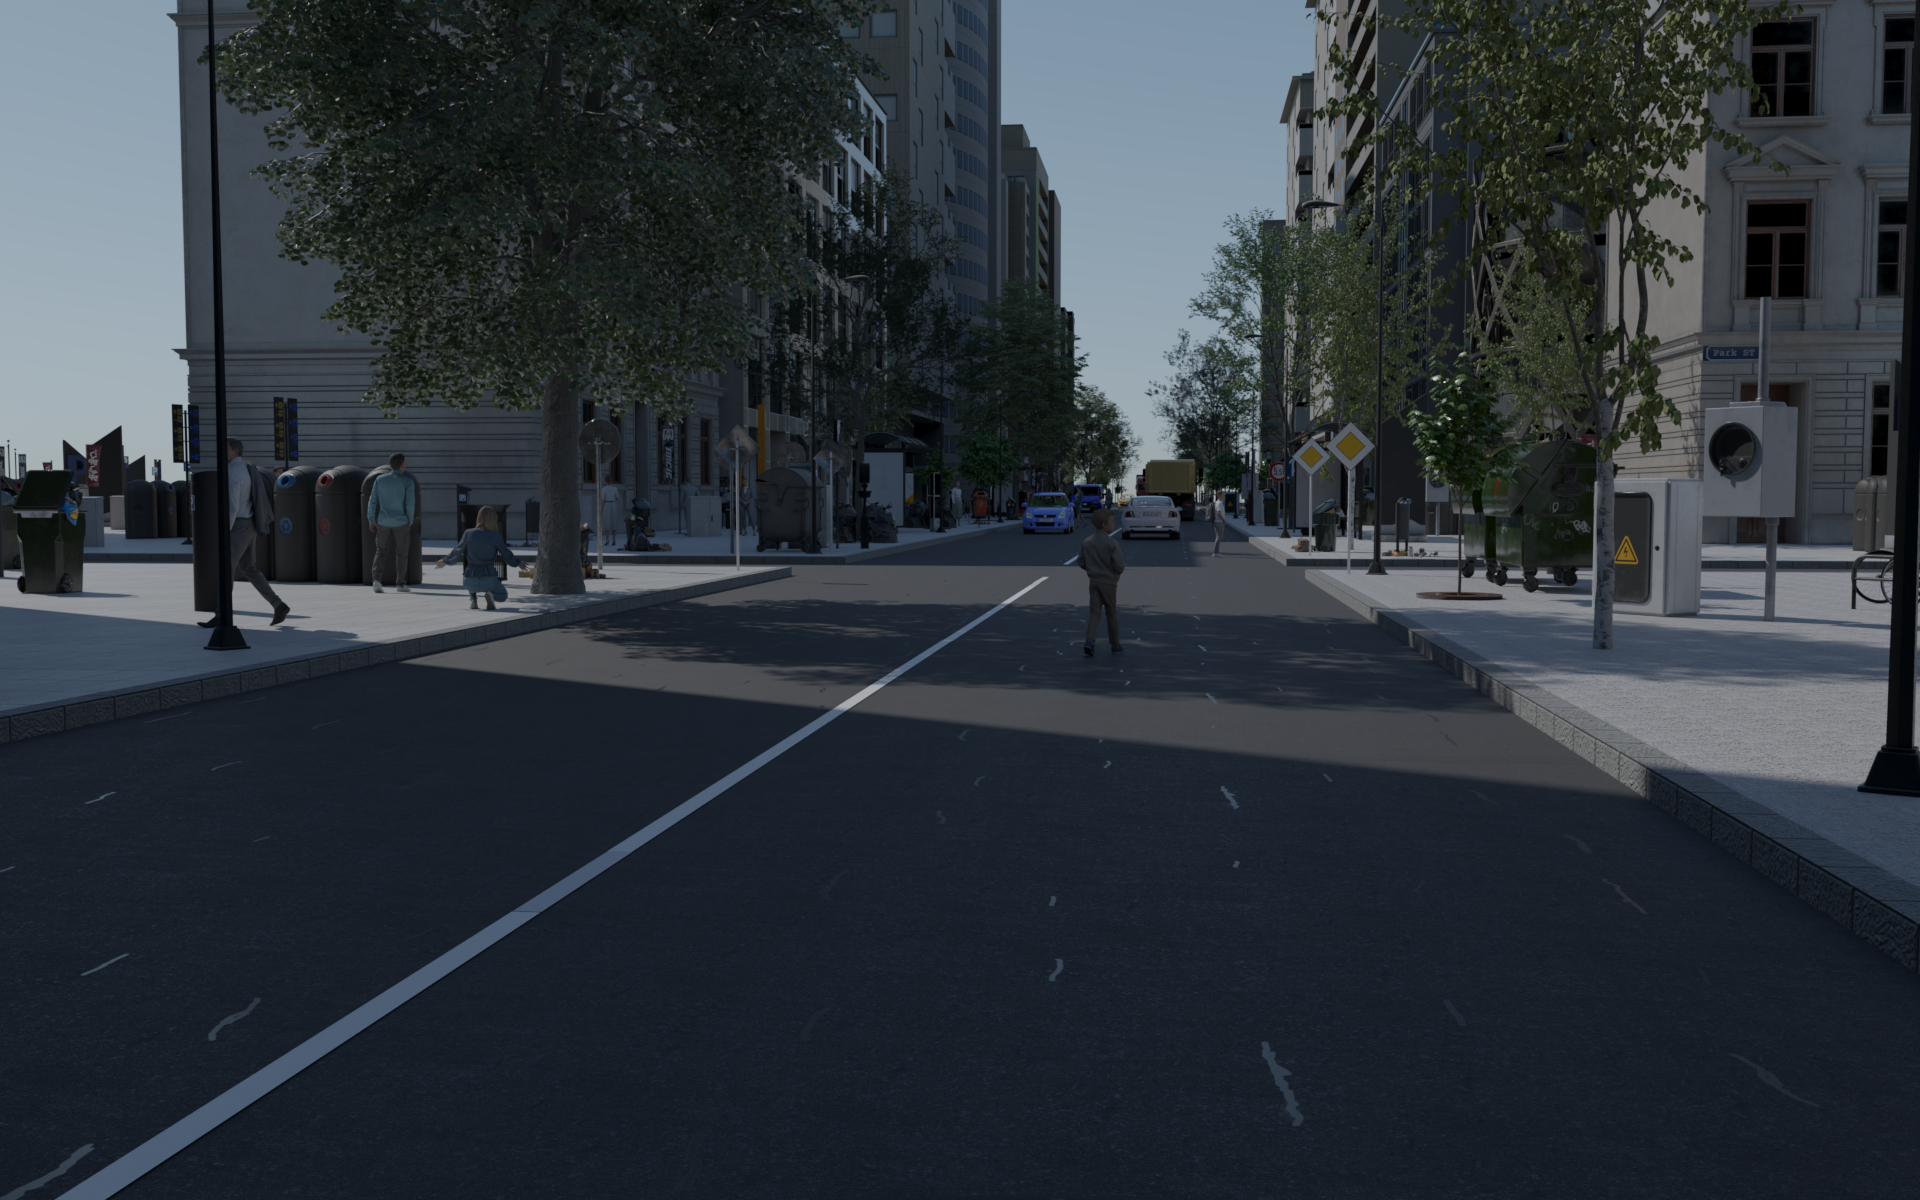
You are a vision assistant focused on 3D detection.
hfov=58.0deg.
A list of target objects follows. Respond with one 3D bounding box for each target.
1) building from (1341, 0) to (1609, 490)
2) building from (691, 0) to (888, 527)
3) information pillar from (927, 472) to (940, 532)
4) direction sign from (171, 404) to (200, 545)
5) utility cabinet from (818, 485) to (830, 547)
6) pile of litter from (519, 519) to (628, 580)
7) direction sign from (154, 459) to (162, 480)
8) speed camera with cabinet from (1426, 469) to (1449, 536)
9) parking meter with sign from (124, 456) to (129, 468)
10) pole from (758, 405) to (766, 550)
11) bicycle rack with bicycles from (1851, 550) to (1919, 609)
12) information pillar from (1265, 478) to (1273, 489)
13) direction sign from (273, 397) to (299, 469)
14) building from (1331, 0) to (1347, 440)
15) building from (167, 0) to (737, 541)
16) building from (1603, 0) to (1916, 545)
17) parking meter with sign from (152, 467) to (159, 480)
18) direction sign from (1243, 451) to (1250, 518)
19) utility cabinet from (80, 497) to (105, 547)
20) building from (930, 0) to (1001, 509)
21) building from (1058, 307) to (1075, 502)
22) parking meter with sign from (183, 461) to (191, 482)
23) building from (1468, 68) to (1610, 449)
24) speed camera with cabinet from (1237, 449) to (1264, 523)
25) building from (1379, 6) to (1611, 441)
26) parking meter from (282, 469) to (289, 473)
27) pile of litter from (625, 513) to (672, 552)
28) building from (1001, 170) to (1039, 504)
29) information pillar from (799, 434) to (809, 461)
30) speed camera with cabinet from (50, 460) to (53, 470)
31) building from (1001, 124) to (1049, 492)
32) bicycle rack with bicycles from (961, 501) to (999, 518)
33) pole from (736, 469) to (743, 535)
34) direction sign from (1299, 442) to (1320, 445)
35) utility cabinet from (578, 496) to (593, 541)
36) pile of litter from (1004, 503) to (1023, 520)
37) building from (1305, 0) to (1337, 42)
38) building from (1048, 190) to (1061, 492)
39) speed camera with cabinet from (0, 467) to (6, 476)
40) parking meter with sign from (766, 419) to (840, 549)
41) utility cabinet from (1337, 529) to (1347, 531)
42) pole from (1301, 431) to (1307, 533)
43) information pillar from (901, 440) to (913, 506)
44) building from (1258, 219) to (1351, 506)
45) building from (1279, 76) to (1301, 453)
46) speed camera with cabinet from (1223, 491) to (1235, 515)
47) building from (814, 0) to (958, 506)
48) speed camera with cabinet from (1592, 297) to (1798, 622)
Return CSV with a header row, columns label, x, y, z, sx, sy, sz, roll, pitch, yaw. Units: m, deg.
label,x,y,z,sx,sy,sz,roll,pitch,yaw
building,38.647,-30.393,120.624,21.300,48.544,21.600,0,4,7
building,-15.885,-17.158,85.042,19.350,26.468,34.151,0,4,7
information pillar,-0.831,-3.329,58.920,0.304,2.012,0.304,-2,4,-29
direction sign,-19.602,-3.176,43.920,0.379,3.537,0.876,1,4,20
utility cabinet,-3.304,-2.023,41.757,0.318,1.500,1.173,0,4,3
pile of litter,-6.045,-0.764,26.455,1.176,0.858,1.719,-3,4,-37
direction sign,-52.176,-7.383,112.713,0.379,3.537,0.876,0,4,2
speed camera with cabinet,13.722,-3.556,52.476,2.038,3.252,0.660,0,4,-1
parking meter with sign,-39.051,-5.108,79.780,1.738,3.016,0.543,2,4,29
pole,-4.524,-2.797,39.580,0.158,3.312,0.155,0,3,0
bicycle rack with bicycles,11.194,-0.353,19.156,2.852,0.926,2.925,-2,4,-29
information pillar,14.272,-4.616,79.967,0.304,2.012,0.304,0,4,-7
direction sign,-15.820,-2.980,40.717,0.379,3.537,0.876,1,4,13
building,37.622,-29.893,138.858,14.600,45.320,14.200,0,4,7
building,-15.501,-13.526,57.303,11.583,22.565,21.152,0,4,7
building,29.074,-12.902,47.108,21.152,22.565,11.583,0,4,7
parking meter with sign,-51.848,-6.970,110.212,0.543,3.016,1.738,2,4,24
direction sign,15.248,-6.117,92.004,0.379,3.537,0.876,0,4,-4
utility cabinet,-21.362,-1.894,42.135,1.020,1.237,0.306,1,4,13
building,-8.177,-37.447,154.256,21.231,58.520,28.212,0,4,7
building,10.045,-30.108,263.965,14.160,30.474,14.107,0,4,7
parking meter with sign,-40.491,-5.798,91.051,0.543,3.016,1.738,-2,4,-25
building,30.572,-12.669,74.585,16.820,18.784,16.811,0,4,7
speed camera with cabinet,13.024,-5.019,76.397,0.660,3.252,2.038,2,4,29
building,31.489,-18.448,95.133,14.314,27.812,24.014,0,4,7
parking meter,-15.618,-2.094,39.951,0.255,1.863,0.399,-2,4,-31
pile of litter,-7.128,-1.538,39.119,1.176,0.858,1.719,-1,4,-20
building,2.188,-32.408,213.461,14.154,41.232,14.086,0,4,7
information pillar,-6.110,-4.681,67.897,0.504,3.616,0.183,3,5,42
speed camera with cabinet,-52.244,-6.513,100.816,2.038,3.252,0.660,2,4,30
building,0.379,-37.169,231.406,21.300,48.544,21.600,0,4,7
bicycle rack with bicycles,1.067,-4.840,92.522,2.852,0.926,2.925,0,4,3
pole,-6.967,-3.716,54.592,0.158,3.312,0.155,0,3,0
direction sign,15.004,-5.045,74.480,0.876,3.537,0.379,2,4,25
utility cabinet,-10.352,-2.238,47.759,0.306,1.237,1.020,-1,4,-19
pile of litter,2.745,-4.365,85.332,1.176,0.858,1.719,1,4,9
building,46.947,-34.836,158.814,28.713,52.752,27.495,0,4,7
building,7.100,-36.618,248.809,14.600,45.320,14.200,0,4,7
speed camera with cabinet,-32.693,-3.999,59.712,0.660,3.252,2.038,2,4,32
parking meter with sign,-3.699,-2.710,40.564,1.738,3.016,0.543,0,4,3
utility cabinet,12.722,-3.098,59.327,1.173,1.500,0.318,0,4,5
pole,11.199,-3.822,56.329,0.158,3.312,0.155,0,3,0
information pillar,-2.114,-4.758,69.155,0.504,3.616,0.183,0,4,-3
building,51.785,-35.181,258.796,14.154,41.232,14.086,0,4,7
building,54.328,-38.129,212.646,28.713,52.752,27.495,0,4,7
speed camera with cabinet,17.273,-6.881,106.834,2.038,3.252,0.660,1,4,17
building,-14.985,-32.906,127.259,28.713,52.752,27.495,0,4,7
speed camera with cabinet,7.598,-1.448,18.007,0.660,3.252,2.038,-2,4,-29
